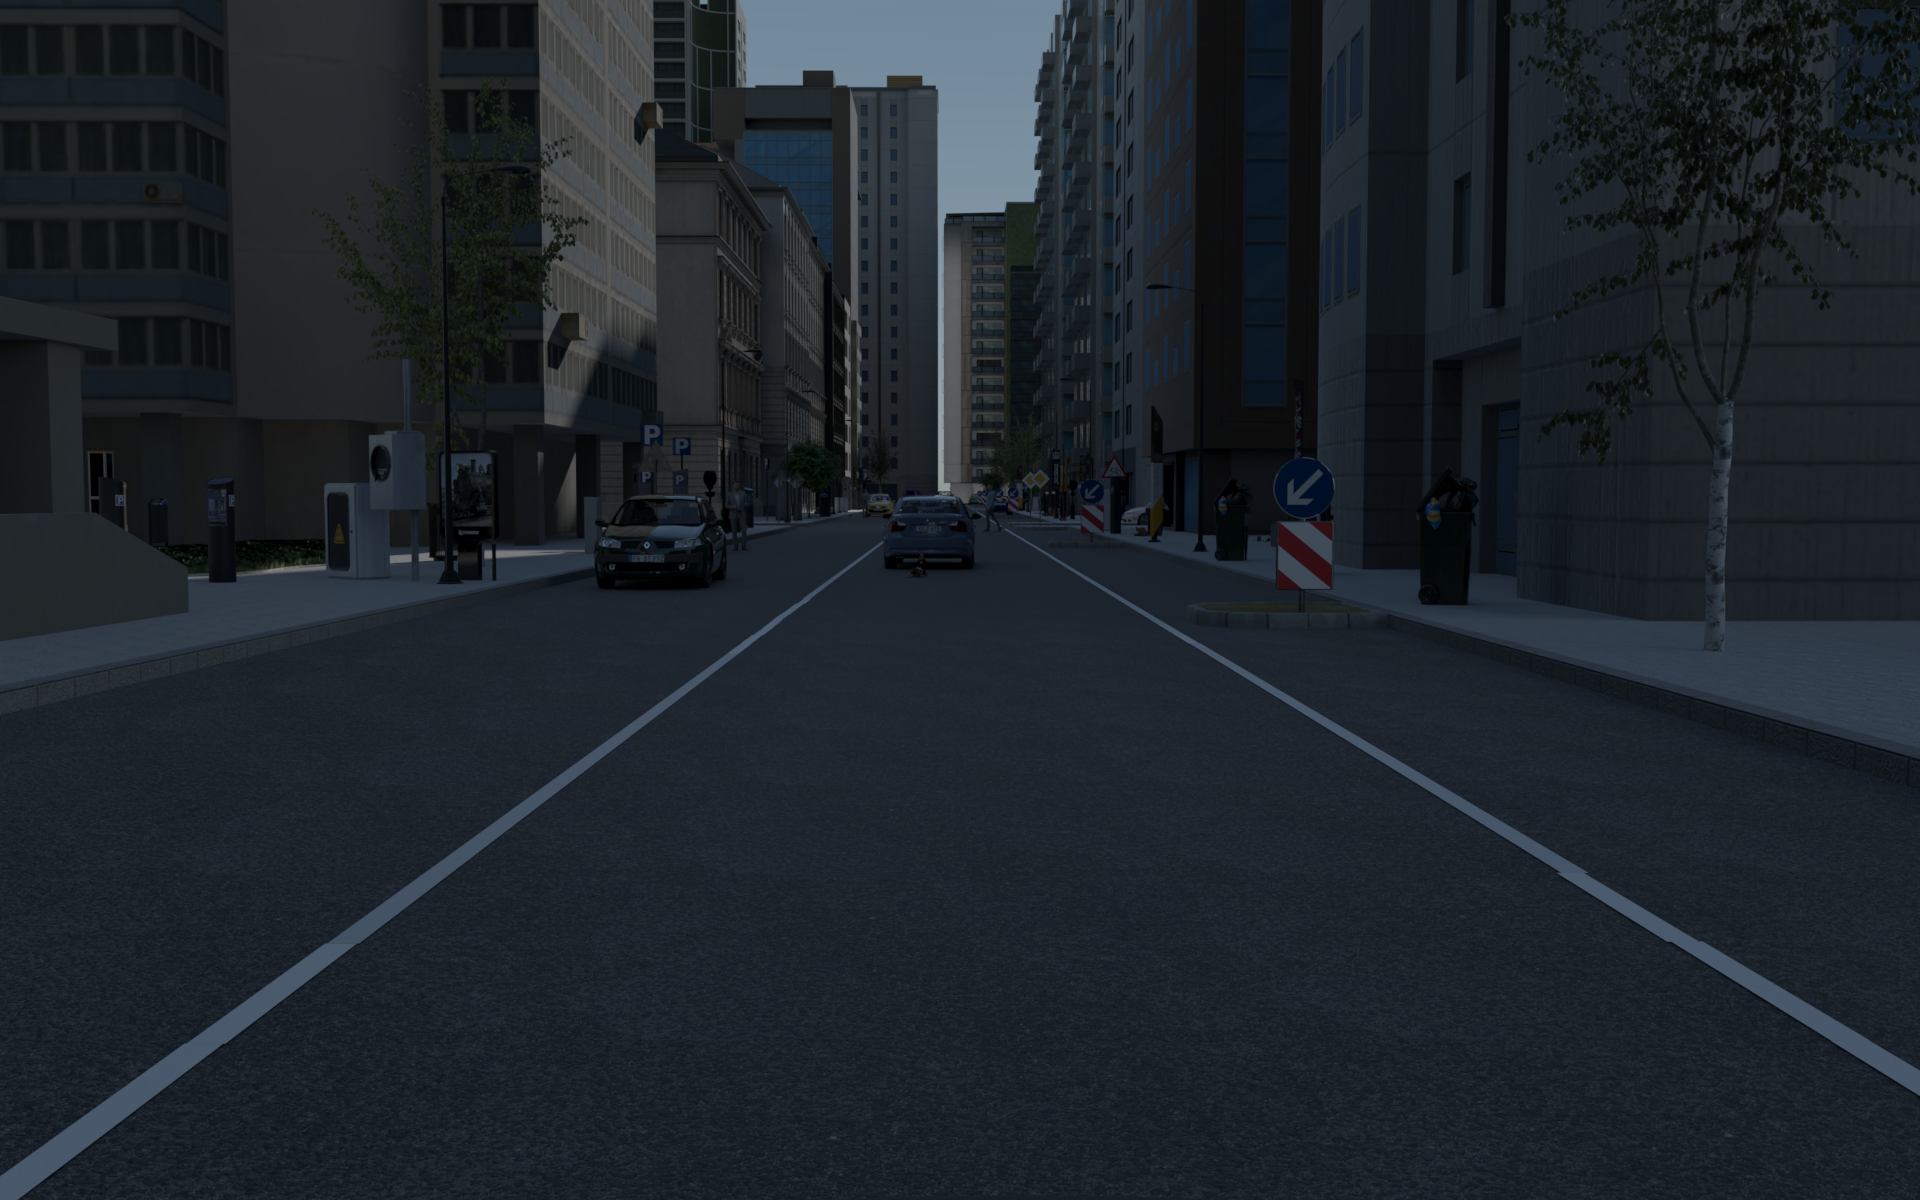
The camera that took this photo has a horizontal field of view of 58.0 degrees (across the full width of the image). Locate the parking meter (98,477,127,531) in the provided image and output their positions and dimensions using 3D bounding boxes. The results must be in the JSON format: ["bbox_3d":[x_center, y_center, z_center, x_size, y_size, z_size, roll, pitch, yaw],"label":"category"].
[{"bbox_3d":[-12.650,-1.069,25.884,0.372,1.533,0.369,0,3,0],"label":"parking meter"}]

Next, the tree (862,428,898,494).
[{"bbox_3d":[-9.132,-15.217,199.154,4.360,8.622,3.978,0,3,0],"label":"tree"}]

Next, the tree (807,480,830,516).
[{"bbox_3d":[-8.173,-6.414,99.468,1.663,3.219,1.824,0,3,0],"label":"tree"}]

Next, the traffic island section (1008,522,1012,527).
[{"bbox_3d":[3.171,-3.368,77.348,2.009,0.180,2.903,0,4,0],"label":"traffic island section"}]

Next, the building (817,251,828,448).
[{"bbox_3d":[-15.012,-16.880,125.147,9.793,20.994,18.267,0,4,0],"label":"building"}]

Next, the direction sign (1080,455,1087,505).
[{"bbox_3d":[7.272,-6.680,101.219,0.379,3.537,0.876,-2,4,-32],"label":"direction sign"}]

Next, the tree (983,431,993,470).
[{"bbox_3d":[4.428,-14.379,185.456,4.737,8.622,4.395,0,3,0],"label":"tree"}]

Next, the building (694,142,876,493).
[{"bbox_3d":[-25.328,-34.259,214.763,28.867,44.769,22.147,0,4,0],"label":"building"}]

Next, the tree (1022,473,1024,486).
[{"bbox_3d":[5.816,-8.716,137.115,1.663,3.219,1.824,0,3,0],"label":"tree"}]

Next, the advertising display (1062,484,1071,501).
[{"bbox_3d":[6.872,-6.451,110.684,0.123,1.923,0.974,-3,4,-37],"label":"advertising display"}]

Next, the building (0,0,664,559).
[{"bbox_3d":[-21.717,-21.964,50.991,23.993,40.220,32.217,0,4,0],"label":"building"}]

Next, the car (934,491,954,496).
[{"bbox_3d":[-1.804,-11.635,198.912,2.281,1.827,5.304,0,4,-2],"label":"car"}]

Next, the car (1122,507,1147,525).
[{"bbox_3d":[9.394,-3.805,74.575,4.827,1.381,2.083,0,4,0],"label":"car"}]

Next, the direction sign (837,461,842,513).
[{"bbox_3d":[-8.173,-7.682,117.597,0.379,3.537,0.876,1,4,12],"label":"direction sign"}]

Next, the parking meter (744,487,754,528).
[{"bbox_3d":[-7.975,-3.483,65.355,0.372,1.533,0.369,0,3,0],"label":"parking meter"}]

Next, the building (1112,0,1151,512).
[{"bbox_3d":[19.084,-39.770,88.490,20.611,71.187,20.563,0,4,0],"label":"building"}]

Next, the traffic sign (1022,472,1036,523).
[{"bbox_3d":[3.147,-4.503,77.270,0.795,2.450,0.064,0,4,0],"label":"traffic sign"}]

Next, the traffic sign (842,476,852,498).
[{"bbox_3d":[-8.070,-7.550,123.554,0.768,2.556,0.104,0,4,4],"label":"traffic sign"}]

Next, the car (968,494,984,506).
[{"bbox_3d":[1.972,-12.660,215.787,1.959,1.807,4.718,0,4,-2],"label":"car"}]

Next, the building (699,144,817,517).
[{"bbox_3d":[-14.607,-15.762,106.853,9.793,20.994,18.267,0,4,0],"label":"building"}]

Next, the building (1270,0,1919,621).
[{"bbox_3d":[17.318,-29.831,29.740,21.231,58.520,28.212,0,4,0],"label":"building"}]

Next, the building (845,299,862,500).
[{"bbox_3d":[-24.044,-19.678,166.778,27.650,21.520,28.899,0,4,0],"label":"building"}]

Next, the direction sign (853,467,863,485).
[{"bbox_3d":[-8.607,-9.456,146.607,0.876,3.537,0.379,-1,4,-13],"label":"direction sign"}]

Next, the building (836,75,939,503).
[{"bbox_3d":[-17.137,-43.126,247.105,28.212,58.520,21.231,0,4,0],"label":"building"}]

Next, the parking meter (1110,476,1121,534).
[{"bbox_3d":[5.020,-3.066,55.845,0.255,1.863,0.399,-1,4,-17],"label":"parking meter"}]

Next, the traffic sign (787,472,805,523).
[{"bbox_3d":[-7.297,-4.500,77.216,0.795,2.450,0.064,0,4,0],"label":"traffic sign"}]

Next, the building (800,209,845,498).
[{"bbox_3d":[-16.106,-19.156,142.882,12.332,23.373,15.834,0,4,0],"label":"building"}]

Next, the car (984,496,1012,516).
[{"bbox_3d":[2.621,-6.394,117.126,1.945,1.354,3.894,0,4,-2],"label":"car"}]

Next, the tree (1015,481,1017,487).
[{"bbox_3d":[5.353,-9.024,142.142,1.663,3.219,1.824,0,3,0],"label":"tree"}]

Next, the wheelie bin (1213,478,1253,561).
[{"bbox_3d":[5.281,-1.563,33.463,0.693,1.594,0.980,1,4,19],"label":"wheelie bin"}]

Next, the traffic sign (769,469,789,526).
[{"bbox_3d":[-7.239,-4.012,69.231,0.795,2.450,0.064,0,4,0],"label":"traffic sign"}]

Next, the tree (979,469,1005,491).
[{"bbox_3d":[4.112,-14.682,223.767,4.285,4.588,4.351,0,3,0],"label":"tree"}]

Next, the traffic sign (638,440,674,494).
[{"bbox_3d":[-7.352,-2.559,41.836,0.884,2.594,0.081,0,4,5],"label":"traffic sign"}]

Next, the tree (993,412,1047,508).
[{"bbox_3d":[5.835,-12.547,155.507,4.737,8.622,4.395,0,3,0],"label":"tree"}]

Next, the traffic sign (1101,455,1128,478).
[{"bbox_3d":[5.116,-3.515,57.478,0.884,2.594,0.081,0,4,0],"label":"traffic sign"}]

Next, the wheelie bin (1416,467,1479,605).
[{"bbox_3d":[5.695,-0.755,20.245,0.693,1.594,0.980,1,4,18],"label":"wheelie bin"}]

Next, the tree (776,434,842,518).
[{"bbox_3d":[-8.075,-6.611,91.808,4.285,4.588,4.351,0,3,0],"label":"tree"}]

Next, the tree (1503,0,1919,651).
[{"bbox_3d":[6.320,-3.901,14.147,4.360,8.622,3.978,0,3,0],"label":"tree"}]

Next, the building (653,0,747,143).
[{"bbox_3d":[-41.544,-49.413,246.147,20.611,71.187,20.563,0,4,0],"label":"building"}]

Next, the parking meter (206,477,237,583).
[{"bbox_3d":[-10.729,-1.024,25.159,0.372,1.533,0.369,0,3,0],"label":"parking meter"}]

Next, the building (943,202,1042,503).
[{"bbox_3d":[4.591,-34.289,244.227,14.086,41.232,14.154,0,4,0],"label":"building"}]

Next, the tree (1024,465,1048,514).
[{"bbox_3d":[5.329,-7.266,113.405,1.663,3.219,1.824,0,3,0],"label":"tree"}]

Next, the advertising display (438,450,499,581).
[{"bbox_3d":[-7.289,-1.254,25.715,0.974,1.923,0.123,1,4,20],"label":"advertising display"}]

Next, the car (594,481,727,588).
[{"bbox_3d":[-4.725,-1.093,27.653,2.009,1.686,4.222,0,4,-2],"label":"car"}]

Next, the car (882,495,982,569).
[{"bbox_3d":[-0.579,-1.381,34.579,2.014,1.417,4.499,0,4,1],"label":"car"}]

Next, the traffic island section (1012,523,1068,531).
[{"bbox_3d":[3.228,-2.880,69.363,2.009,0.180,2.903,0,4,0],"label":"traffic island section"}]

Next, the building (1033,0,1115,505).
[{"bbox_3d":[18.845,-33.832,172.755,23.786,49.044,30.456,0,4,0],"label":"building"}]

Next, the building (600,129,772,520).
[{"bbox_3d":[-15.757,-13.667,88.086,10.561,19.102,19.286,0,4,0],"label":"building"}]

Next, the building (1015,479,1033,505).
[{"bbox_3d":[22.715,-31.091,200.226,32.217,40.220,23.993,0,4,0],"label":"building"}]

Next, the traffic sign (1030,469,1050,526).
[{"bbox_3d":[3.205,-4.015,69.286,0.795,2.450,0.064,0,4,0],"label":"traffic sign"}]

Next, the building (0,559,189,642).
[{"bbox_3d":[-24.427,-19.489,10.532,32.217,40.220,23.993,0,4,0],"label":"building"}]

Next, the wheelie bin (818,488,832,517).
[{"bbox_3d":[-7.616,-5.479,97.496,0.693,1.594,0.980,-1,4,-17],"label":"wheelie bin"}]

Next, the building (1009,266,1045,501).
[{"bbox_3d":[13.182,-27.387,219.471,14.160,30.474,14.107,0,4,0],"label":"building"}]

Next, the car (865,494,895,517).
[{"bbox_3d":[-5.094,-6.064,109.377,2.015,1.641,3.980,0,4,0],"label":"car"}]

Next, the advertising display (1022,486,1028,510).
[{"bbox_3d":[4.932,-7.951,135.205,0.974,1.923,0.123,-3,5,-43],"label":"advertising display"}]

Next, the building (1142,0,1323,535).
[{"bbox_3d":[14.042,-25.025,59.272,14.600,45.320,14.200,0,4,0],"label":"building"}]

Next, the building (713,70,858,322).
[{"bbox_3d":[-18.317,-32.874,187.602,14.600,45.320,14.200,0,4,0],"label":"building"}]
